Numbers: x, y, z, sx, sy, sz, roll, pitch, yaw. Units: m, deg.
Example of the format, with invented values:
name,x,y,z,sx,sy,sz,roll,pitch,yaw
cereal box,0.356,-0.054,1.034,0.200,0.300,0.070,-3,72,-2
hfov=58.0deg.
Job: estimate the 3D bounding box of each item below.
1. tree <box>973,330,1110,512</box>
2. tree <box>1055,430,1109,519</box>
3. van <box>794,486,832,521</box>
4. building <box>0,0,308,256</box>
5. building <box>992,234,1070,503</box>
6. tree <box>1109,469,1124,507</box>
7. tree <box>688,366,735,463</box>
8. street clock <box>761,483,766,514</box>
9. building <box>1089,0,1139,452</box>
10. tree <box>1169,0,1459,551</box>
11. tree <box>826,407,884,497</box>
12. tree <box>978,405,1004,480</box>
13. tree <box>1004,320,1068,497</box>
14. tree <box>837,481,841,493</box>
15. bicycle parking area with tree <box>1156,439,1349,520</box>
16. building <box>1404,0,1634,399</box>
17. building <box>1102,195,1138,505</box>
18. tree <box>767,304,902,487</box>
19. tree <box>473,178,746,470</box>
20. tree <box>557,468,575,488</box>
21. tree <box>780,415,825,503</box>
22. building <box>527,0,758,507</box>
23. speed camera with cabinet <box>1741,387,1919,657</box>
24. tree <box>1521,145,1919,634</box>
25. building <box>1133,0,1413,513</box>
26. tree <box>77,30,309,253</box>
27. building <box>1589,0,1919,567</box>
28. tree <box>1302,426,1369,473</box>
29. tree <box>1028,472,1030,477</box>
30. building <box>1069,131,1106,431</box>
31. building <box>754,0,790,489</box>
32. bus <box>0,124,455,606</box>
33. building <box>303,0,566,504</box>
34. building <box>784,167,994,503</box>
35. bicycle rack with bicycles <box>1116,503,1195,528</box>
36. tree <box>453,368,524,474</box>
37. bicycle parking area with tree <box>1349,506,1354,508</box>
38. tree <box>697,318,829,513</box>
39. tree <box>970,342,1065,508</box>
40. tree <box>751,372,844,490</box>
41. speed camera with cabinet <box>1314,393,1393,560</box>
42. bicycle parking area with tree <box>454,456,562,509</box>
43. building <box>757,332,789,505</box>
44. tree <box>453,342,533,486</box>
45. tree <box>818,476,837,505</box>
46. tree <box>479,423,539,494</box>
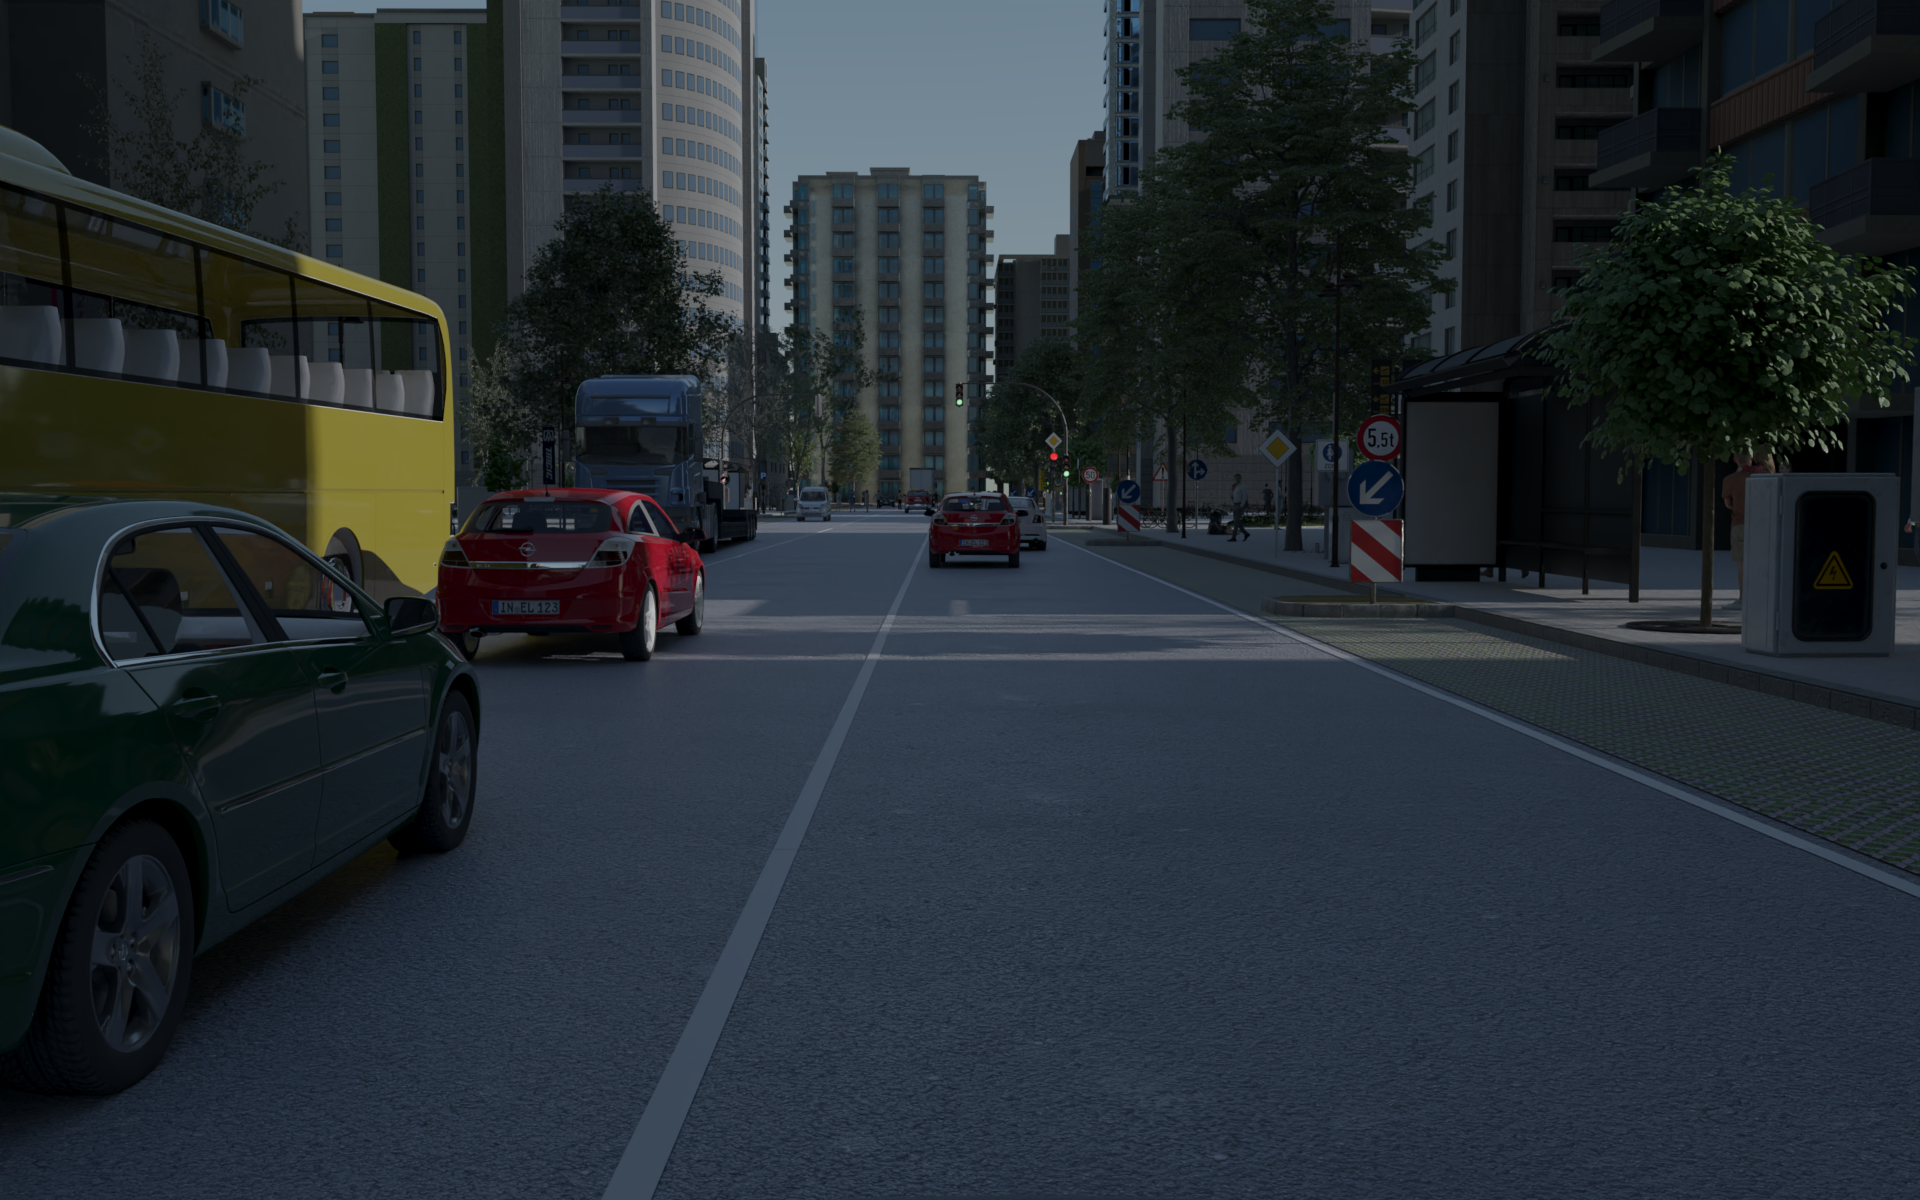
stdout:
name,x,y,z,sx,sy,sz,roll,pitch,yaw
tree,6.197,-12.509,121.528,9.611,12.733,9.660,0,3,0
tree,6.166,-6.466,89.434,4.285,4.588,4.351,0,3,0
van,-7.768,-5.204,92.100,2.013,2.044,4.112,0,4,-1
building,-34.257,-26.180,51.742,21.600,48.544,21.300,0,4,0
building,17.068,-34.858,261.801,23.993,40.220,32.217,0,4,0
tree,12.036,-8.483,133.305,1.663,3.219,1.824,0,3,0
tree,-13.614,-8.401,87.712,4.360,8.622,3.978,0,3,0
street clock,-12.662,-6.557,111.777,0.358,2.002,0.471,0,4,4
building,24.432,-53.676,190.276,22.319,86.520,31.000,0,4,0
tree,7.361,-7.406,39.220,7.486,12.596,7.792,0,3,0
tree,-13.574,-18.895,227.061,7.486,12.596,7.792,0,3,0
tree,5.672,-15.546,172.298,7.486,12.596,7.792,0,3,0
tree,6.765,-8.496,57.038,7.486,12.596,7.792,0,3,0
tree,-15.140,-13.060,208.136,1.663,3.219,1.824,0,3,0
bicycle parking area with tree,14.811,-6.344,90.720,8.231,4.147,9.016,0,4,-5
building,32.451,-19.614,92.396,14.107,30.474,14.160,0,4,0
building,20.815,-24.327,169.448,14.160,30.474,14.107,0,4,0
tree,-12.330,-19.305,171.519,12.611,20.169,13.585,0,3,0
tree,-12.647,-8.930,63.007,9.611,12.733,9.660,0,3,0
tree,-29.364,-8.316,130.571,1.663,3.219,1.824,0,3,0
tree,-14.247,-12.450,153.917,4.737,8.622,4.395,0,3,0
building,-31.722,-38.231,167.084,21.231,58.520,28.212,0,4,0
speed camera with cabinet,7.380,-1.188,13.767,2.038,3.252,0.660,0,4,-2
tree,7.063,-2.003,16.458,4.285,4.588,4.351,0,3,0
building,24.057,-36.010,130.759,21.231,58.520,28.212,0,4,0
tree,-12.421,-4.749,28.009,4.360,8.622,3.978,0,3,0
building,26.364,-23.305,35.656,22.147,44.769,28.867,0,4,0
tree,18.254,-6.105,83.530,4.285,4.588,4.351,0,3,0
tree,6.957,-14.392,185.675,4.737,8.622,4.395,0,3,0
building,20.920,-34.493,214.067,14.600,45.320,14.200,0,4,0
building,-41.046,-57.600,254.427,31.000,86.520,22.319,0,4,0
bus,-6.923,-1.306,12.896,2.896,3.916,12.252,0,4,1
building,-64.970,-40.850,209.900,28.212,58.520,21.231,0,4,0
building,-10.323,-38.949,256.430,30.456,49.044,23.786,0,4,0
bicycle rack with bicycles,7.498,-3.181,65.392,2.925,0.926,2.852,1,4,13
tree,-27.469,-9.223,101.155,4.737,8.622,4.395,0,3,0
bicycle parking area with tree,20.775,-7.391,107.850,9.016,4.147,8.231,0,4,3
tree,-14.313,-12.845,120.388,12.009,13.543,11.850,0,3,0
tree,6.194,-14.520,144.060,9.857,13.997,8.962,0,3,0
tree,-13.754,-13.398,144.818,9.928,11.665,9.643,0,3,0
speed camera with cabinet,8.024,-2.426,33.996,2.038,3.252,0.660,0,4,3
bicycle parking area with tree,-37.364,-9.495,142.240,8.231,4.147,9.016,-2,4,-32
building,-36.368,-22.207,208.131,28.899,21.520,27.650,0,4,0
tree,-22.048,-8.043,81.867,4.360,8.622,3.978,0,3,0
tree,-14.107,-11.484,182.372,1.663,3.219,1.824,0,3,0
tree,-12.594,-3.214,47.154,1.663,3.219,1.824,0,3,0
